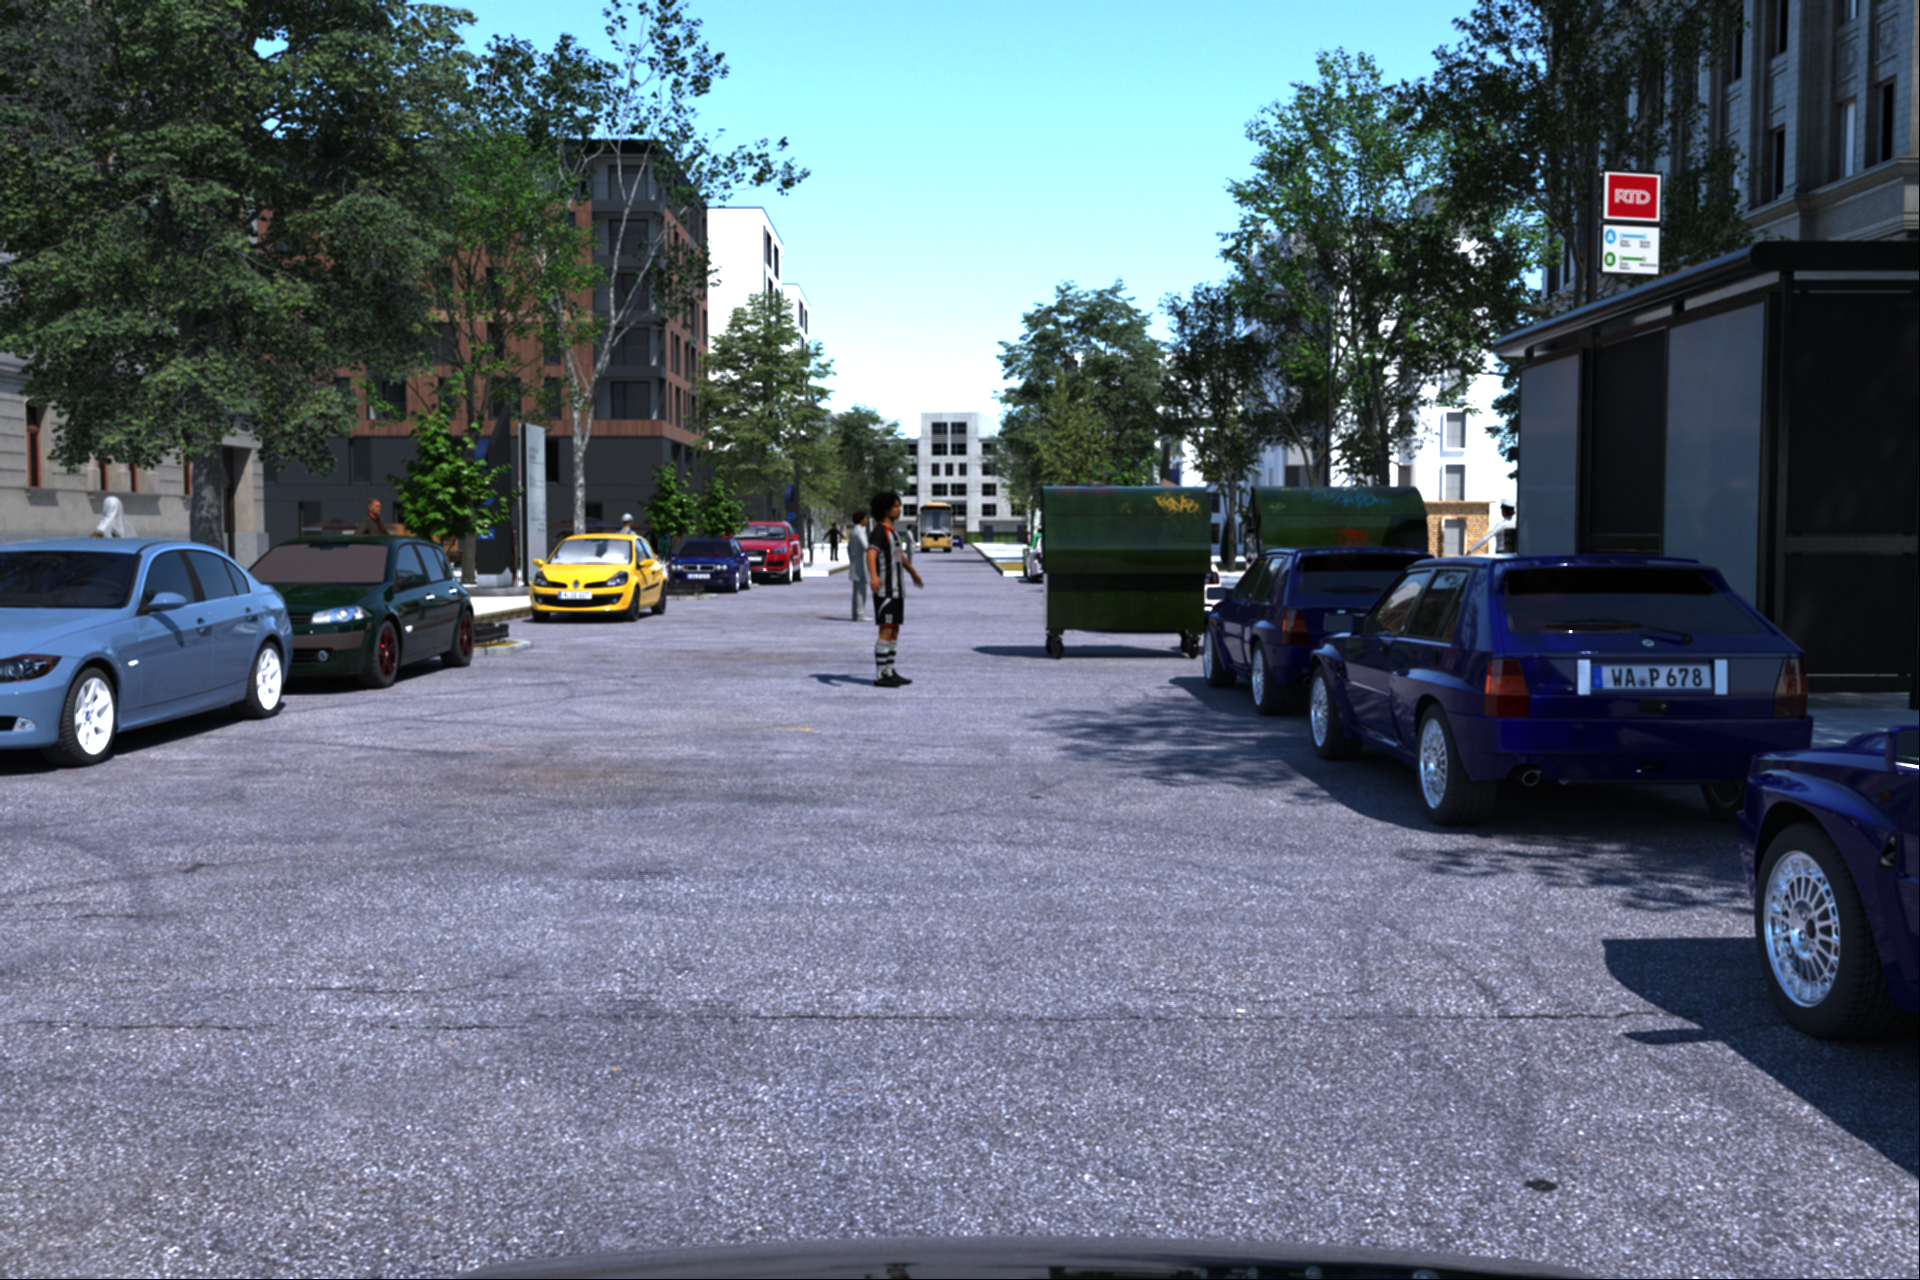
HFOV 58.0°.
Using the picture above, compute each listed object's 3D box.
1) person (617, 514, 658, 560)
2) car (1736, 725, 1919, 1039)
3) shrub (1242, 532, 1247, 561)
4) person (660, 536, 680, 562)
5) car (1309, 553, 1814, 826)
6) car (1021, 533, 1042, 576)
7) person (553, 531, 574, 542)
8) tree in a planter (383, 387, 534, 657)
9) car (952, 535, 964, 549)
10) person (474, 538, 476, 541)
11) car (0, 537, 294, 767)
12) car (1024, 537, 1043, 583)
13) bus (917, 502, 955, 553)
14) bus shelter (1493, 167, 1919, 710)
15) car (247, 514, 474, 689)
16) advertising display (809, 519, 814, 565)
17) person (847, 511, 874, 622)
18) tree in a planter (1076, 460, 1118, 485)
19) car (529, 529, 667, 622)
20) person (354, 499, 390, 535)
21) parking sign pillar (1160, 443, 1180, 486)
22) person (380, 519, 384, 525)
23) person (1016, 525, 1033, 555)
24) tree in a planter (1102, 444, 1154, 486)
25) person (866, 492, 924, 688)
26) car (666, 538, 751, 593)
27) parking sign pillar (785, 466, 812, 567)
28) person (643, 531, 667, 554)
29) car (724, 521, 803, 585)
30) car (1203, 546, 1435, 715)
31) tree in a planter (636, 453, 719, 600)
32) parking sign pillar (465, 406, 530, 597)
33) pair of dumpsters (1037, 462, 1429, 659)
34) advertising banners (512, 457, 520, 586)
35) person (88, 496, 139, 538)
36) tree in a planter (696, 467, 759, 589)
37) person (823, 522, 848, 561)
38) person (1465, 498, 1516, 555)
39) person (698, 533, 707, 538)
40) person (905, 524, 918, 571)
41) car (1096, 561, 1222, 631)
[{"bbox_3d":[-6.791,-1.662,35.481,1.347,1.847,0.705,2,4,28],"label":"person"},{"bbox_3d":[3.255,0.539,3.768,1.945,1.354,3.894,0,3,0],"label":"car"},{"bbox_3d":[11.433,-3.746,65.282,1.661,2.075,1.752,0,3,0],"label":"shrub"},{"bbox_3d":[-13.638,-4.520,80.032,1.347,1.817,0.704,0,4,0],"label":"person"},{"bbox_3d":[3.156,0.166,9.858,1.945,1.354,3.894,0,4,-1],"label":"car"},{"bbox_3d":[3.035,-2.975,57.440,1.959,1.807,4.718,0,4,-1],"label":"car"},{"bbox_3d":[-18.255,-4.553,80.585,1.346,1.812,0.704,-1,4,-8],"label":"person"},{"bbox_3d":[-6.336,-1.463,21.138,1.991,3.239,1.994,0,3,0],"label":"tree in a planter"},{"bbox_3d":[-0.551,-9.350,165.455,1.945,1.354,3.894,0,4,-1],"label":"car"},{"bbox_3d":[-18.782,-3.585,67.885,0.991,1.433,0.599,-2,4,-30],"label":"person"},{"bbox_3d":[-6.215,-0.011,12.177,2.014,1.417,4.499,0,4,0],"label":"car"},{"bbox_3d":[2.973,-2.417,51.874,2.083,1.381,4.827,0,4,0],"label":"car"},{"bbox_3d":[-1.868,-8.888,136.872,2.896,3.916,12.252,0,4,0],"label":"bus"},{"bbox_3d":[6.707,-2.391,16.727,2.179,5.291,8.768,0,3,0],"label":"bus shelter"},{"bbox_3d":[-6.161,-0.459,17.293,2.009,1.686,4.222,0,3,0],"label":"car"},{"bbox_3d":[-6.249,-4.137,72.858,0.123,1.923,0.974,0,4,1],"label":"advertising display"},{"bbox_3d":[-1.618,-1.211,28.444,0.705,1.806,1.347,-1,4,-23],"label":"person"},{"bbox_3d":[3.322,-2.745,42.103,1.991,3.239,1.994,0,4,0],"label":"tree in a planter"},{"bbox_3d":[-6.119,-1.178,29.480,2.015,1.641,3.980,0,4,0],"label":"car"},{"bbox_3d":[-8.744,-1.208,25.923,0.705,1.807,1.348,1,4,15],"label":"person"},{"bbox_3d":[6.282,-3.889,52.064,1.447,3.967,1.447,0,4,0],"label":"parking sign pillar"},{"bbox_3d":[-18.695,-2.993,55.517,0.750,1.759,0.617,0,4,3],"label":"person"},{"bbox_3d":[3.425,-5.036,89.139,1.217,1.733,0.721,2,4,29],"label":"person"},{"bbox_3d":[3.323,-2.277,34.458,1.991,3.239,1.994,0,4,1],"label":"tree in a planter"},{"bbox_3d":[-0.650,-0.472,16.320,0.704,1.843,1.345,1,4,16],"label":"person"},{"bbox_3d":[-6.255,-1.877,43.263,1.945,1.354,3.894,0,4,0],"label":"car"},{"bbox_3d":[-6.538,-4.853,67.824,1.447,3.967,1.447,0,4,0],"label":"parking sign pillar"},{"bbox_3d":[-13.774,-4.386,77.894,1.347,1.806,0.705,-2,4,-35],"label":"person"},{"bbox_3d":[-5.787,-2.579,50.837,2.281,1.827,5.304,0,4,0],"label":"car"},{"bbox_3d":[3.186,-0.150,15.032,1.945,1.354,3.894,0,4,-1],"label":"car"},{"bbox_3d":[-6.414,-2.515,38.347,1.991,3.239,1.994,0,4,1],"label":"tree in a planter"},{"bbox_3d":[-9.659,-2.899,35.866,1.447,3.967,1.447,0,4,0],"label":"parking sign pillar"},{"bbox_3d":[3.124,-0.939,20.299,4.436,2.255,1.574,0,4,0],"label":"pair of dumpsters"},{"bbox_3d":[-10.025,-2.610,38.862,0.090,3.025,2.074,0,4,-1],"label":"advertising banners"},{"bbox_3d":[-10.345,-0.871,21.015,0.721,1.736,1.217,1,4,14],"label":"person"},{"bbox_3d":[-6.419,-2.997,46.217,1.991,3.239,1.994,0,4,1],"label":"tree in a planter"},{"bbox_3d":[-5.985,-4.685,82.539,1.347,1.837,0.705,2,4,23],"label":"person"},{"bbox_3d":[7.454,-1.060,23.784,1.216,1.778,0.721,-1,4,-18],"label":"person"},{"bbox_3d":[-9.284,-3.549,64.300,1.348,1.796,0.705,2,4,25],"label":"person"},{"bbox_3d":[-1.903,-3.557,66.804,0.705,1.806,1.347,-1,4,-16],"label":"person"},{"bbox_3d":[2.902,-0.895,27.000,2.083,1.381,4.827,0,4,-1],"label":"car"}]
